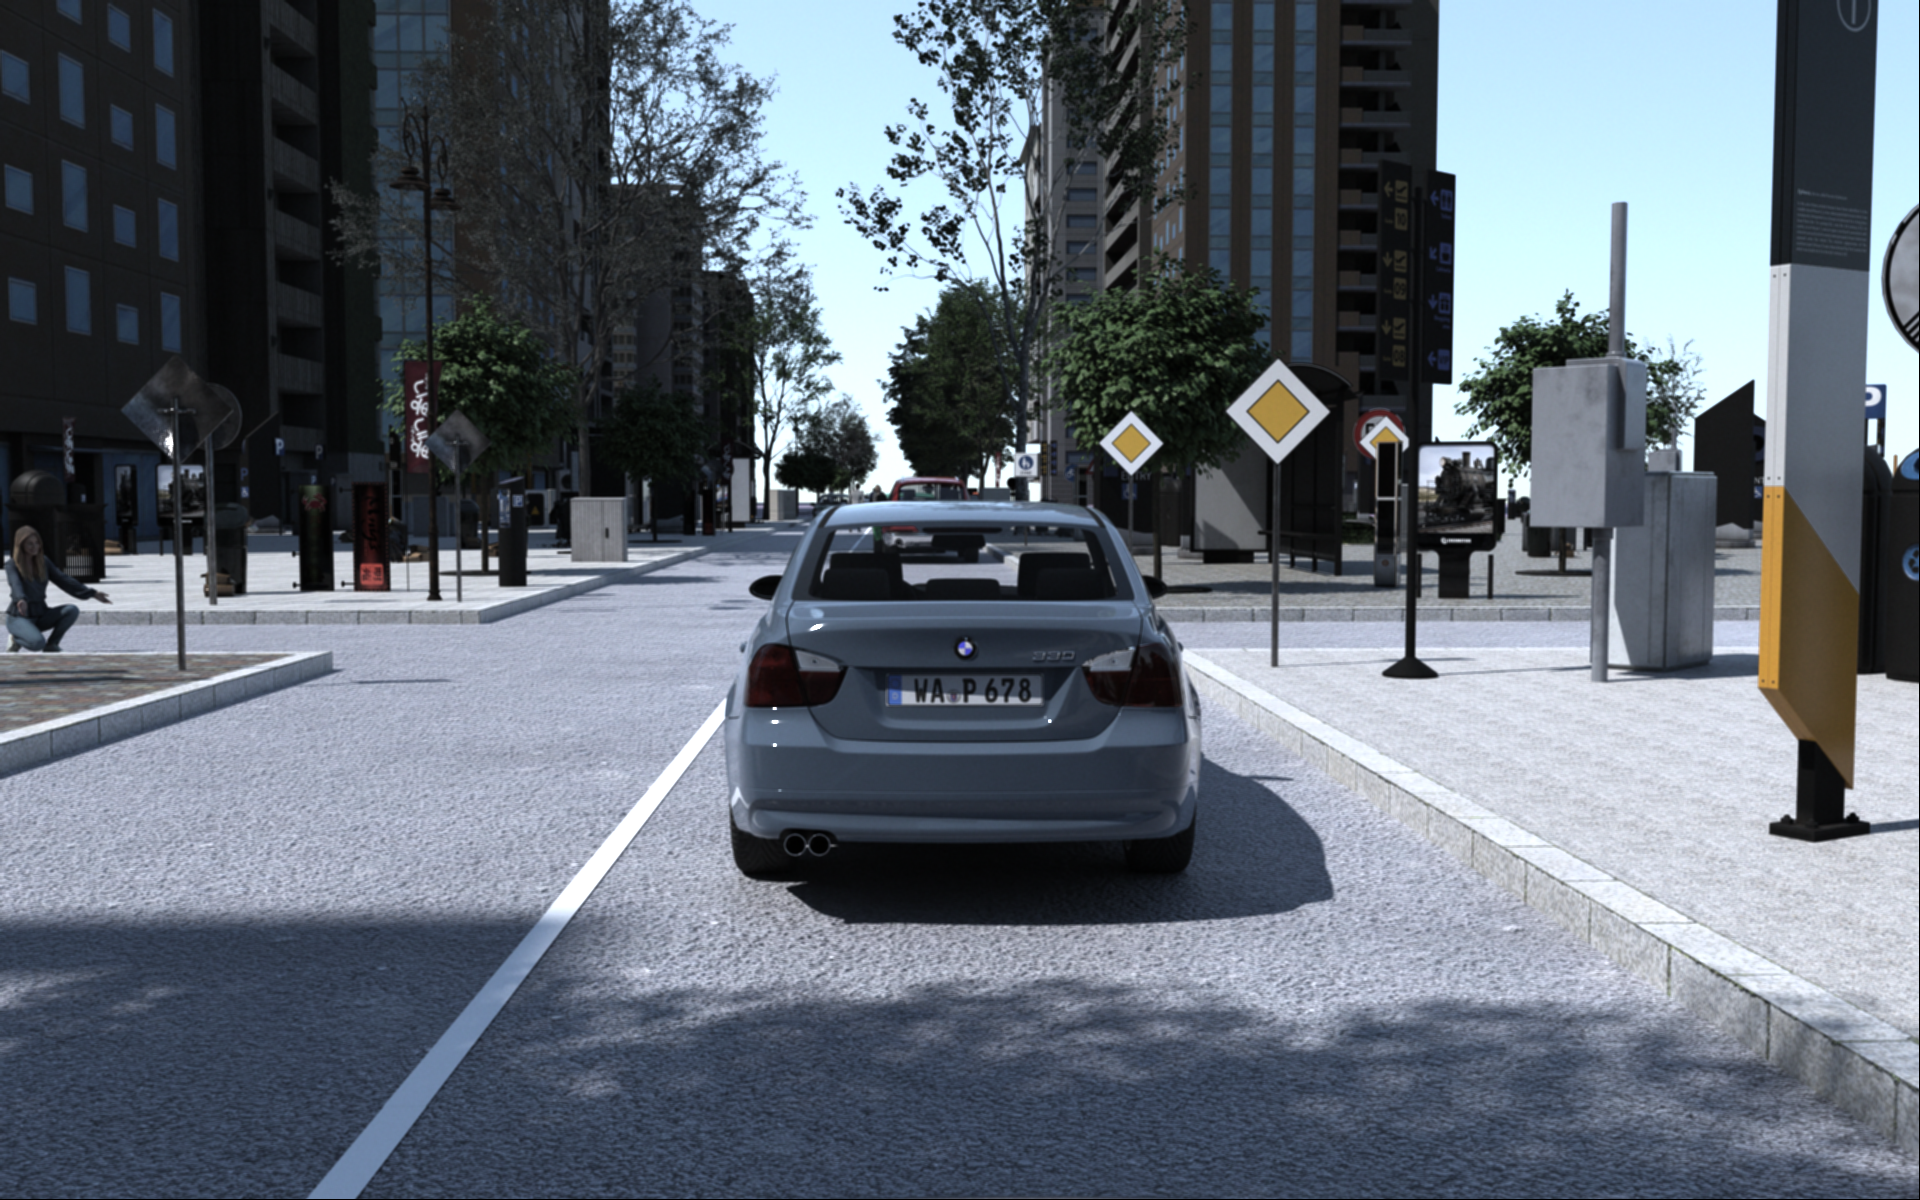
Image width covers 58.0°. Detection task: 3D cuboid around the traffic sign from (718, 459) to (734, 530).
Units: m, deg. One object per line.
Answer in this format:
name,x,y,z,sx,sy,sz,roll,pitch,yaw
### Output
traffic sign,-8.399,-3.753,61.470,0.768,2.556,0.104,0,4,-2

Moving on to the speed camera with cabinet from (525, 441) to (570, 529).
speed camera with cabinet,-15.107,-4.231,63.521,2.038,3.252,0.660,-2,4,-29

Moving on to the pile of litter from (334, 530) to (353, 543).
pile of litter,-16.061,-1.975,46.249,1.176,0.858,1.719,2,4,30

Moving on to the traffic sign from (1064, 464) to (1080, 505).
traffic sign,4.788,-4.477,73.307,0.768,2.556,0.104,0,4,4

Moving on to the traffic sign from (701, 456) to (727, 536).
traffic sign,-7.465,-3.141,52.538,0.795,2.450,0.064,0,4,1

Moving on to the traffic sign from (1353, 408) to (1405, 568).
traffic sign,6.242,-1.576,25.879,0.768,2.556,0.104,0,4,2

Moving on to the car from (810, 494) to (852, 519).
car,-5.442,-3.886,75.337,2.131,1.459,4.920,0,4,-3

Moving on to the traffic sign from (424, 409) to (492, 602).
traffic sign,-5.944,-1.032,20.516,0.795,2.450,0.064,0,4,-2

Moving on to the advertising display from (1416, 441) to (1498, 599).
advertising display,6.075,-0.981,21.245,0.974,1.923,0.123,1,4,21

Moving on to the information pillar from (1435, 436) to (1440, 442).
information pillar,19.289,-4.803,69.889,0.183,3.616,0.504,-1,4,-12

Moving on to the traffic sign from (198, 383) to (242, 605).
traffic sign,-8.652,-1.216,19.991,0.768,2.556,0.104,0,4,8

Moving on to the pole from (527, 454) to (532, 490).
pole,-16.091,-4.336,64.744,0.158,3.312,0.155,0,3,0

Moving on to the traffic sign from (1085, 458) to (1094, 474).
traffic sign,3.789,-2.845,46.514,0.884,2.594,0.081,0,4,3

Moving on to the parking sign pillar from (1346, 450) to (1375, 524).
parking sign pillar,17.199,-5.220,73.819,1.447,3.967,1.447,1,4,8

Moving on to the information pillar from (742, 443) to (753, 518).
information pillar,-9.802,-5.429,80.118,0.504,3.616,0.183,0,4,1

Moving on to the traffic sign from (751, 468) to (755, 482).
traffic sign,-9.774,-4.851,79.416,0.768,2.556,0.104,0,4,7

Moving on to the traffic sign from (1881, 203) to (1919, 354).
traffic sign,4.153,-0.432,7.173,0.768,2.556,0.104,0,4,0

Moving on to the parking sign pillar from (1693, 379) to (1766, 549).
parking sign pillar,18.224,-3.231,41.295,1.447,3.967,1.447,3,4,39

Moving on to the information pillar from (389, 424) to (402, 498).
information pillar,-18.890,-4.070,57.897,0.504,3.616,0.183,3,4,39

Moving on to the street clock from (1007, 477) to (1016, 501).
street clock,2.297,-4.327,75.311,0.471,2.002,0.358,2,4,29

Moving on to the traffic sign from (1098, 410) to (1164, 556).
traffic sign,2.046,-1.048,20.783,0.795,2.450,0.064,0,4,-2

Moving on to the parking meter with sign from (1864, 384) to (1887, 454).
parking meter with sign,14.000,-1.876,26.930,0.543,3.016,1.738,2,4,31

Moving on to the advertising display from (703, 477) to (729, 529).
advertising display,-8.916,-3.554,63.324,0.974,1.923,0.123,1,4,10

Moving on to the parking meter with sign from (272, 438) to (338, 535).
parking meter with sign,-20.357,-3.516,53.745,1.738,3.016,0.543,1,4,10

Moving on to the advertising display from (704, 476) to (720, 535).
advertising display,-7.880,-3.043,54.969,0.123,1.923,0.974,-1,4,-19

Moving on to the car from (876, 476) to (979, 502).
car,-0.684,-1.778,37.742,2.281,1.827,5.304,0,4,-3

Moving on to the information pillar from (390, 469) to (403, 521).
information pillar,-16.315,-2.793,50.161,0.304,2.012,0.304,-1,4,-23

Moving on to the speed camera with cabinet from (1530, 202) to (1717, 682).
speed camera with cabinet,4.811,-1.110,12.479,0.660,3.252,2.038,3,5,43

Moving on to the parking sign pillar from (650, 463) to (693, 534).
parking sign pillar,-9.436,-4.173,56.703,1.447,3.967,1.447,-2,4,-27

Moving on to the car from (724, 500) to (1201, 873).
car,-0.002,0.254,7.843,2.014,1.417,4.499,0,4,0

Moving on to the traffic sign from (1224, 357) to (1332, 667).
traffic sign,2.334,-0.560,12.803,0.795,2.450,0.064,0,4,-2

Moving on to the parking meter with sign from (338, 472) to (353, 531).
parking meter with sign,-21.821,-3.971,61.187,0.543,3.016,1.738,3,4,38

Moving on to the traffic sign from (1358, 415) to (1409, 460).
traffic sign,6.243,-1.485,25.465,0.795,2.450,0.064,0,4,3

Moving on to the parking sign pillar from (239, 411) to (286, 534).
parking sign pillar,-22.638,-4.133,56.041,1.447,3.967,1.447,2,4,26

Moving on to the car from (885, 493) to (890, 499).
car,-1.294,-2.125,43.545,1.959,1.807,4.718,0,4,-3

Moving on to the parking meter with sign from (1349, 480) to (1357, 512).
parking meter with sign,20.340,-5.633,88.353,0.543,3.016,1.738,2,4,33

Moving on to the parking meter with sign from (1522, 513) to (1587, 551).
parking meter with sign,13.463,-2.610,38.938,1.738,3.016,0.543,-2,4,-25

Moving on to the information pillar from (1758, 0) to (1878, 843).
information pillar,3.172,-0.919,6.383,0.504,3.616,0.183,-2,4,-30

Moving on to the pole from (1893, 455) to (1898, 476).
pole,48.703,-5.895,90.234,0.158,3.312,0.155,0,3,0

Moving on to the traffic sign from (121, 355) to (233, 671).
traffic sign,-5.655,-0.544,12.536,0.795,2.450,0.064,0,4,-2

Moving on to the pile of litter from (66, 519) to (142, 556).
pile of litter,-18.034,-1.360,36.197,1.719,0.858,1.176,-1,4,-17

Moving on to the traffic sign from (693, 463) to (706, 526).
traffic sign,-10.732,-4.308,70.541,0.768,2.556,0.104,0,4,3

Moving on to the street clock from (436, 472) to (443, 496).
street clock,-16.797,-3.121,55.591,0.471,2.002,0.358,3,4,36

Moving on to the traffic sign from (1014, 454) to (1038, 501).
traffic sign,1.639,-2.503,43.046,0.606,2.300,0.079,0,4,4

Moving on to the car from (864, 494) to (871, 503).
car,-9.788,-10.920,190.538,2.014,1.417,4.499,0,4,-2

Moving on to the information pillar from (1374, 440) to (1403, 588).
information pillar,5.910,-1.186,23.888,0.304,2.012,0.304,2,4,27

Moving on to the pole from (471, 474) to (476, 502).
pole,-19.014,-4.515,67.658,0.158,3.312,0.155,0,3,0

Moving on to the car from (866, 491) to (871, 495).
car,-11.340,-12.883,219.438,1.959,1.807,4.718,0,4,-3

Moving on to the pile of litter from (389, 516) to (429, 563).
pile of litter,-10.524,-1.172,33.129,1.176,0.858,1.719,1,4,14

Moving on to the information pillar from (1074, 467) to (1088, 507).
information pillar,3.284,-2.602,47.043,0.304,2.012,0.304,-1,4,-15

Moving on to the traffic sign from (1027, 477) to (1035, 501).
traffic sign,2.826,-4.427,72.495,0.768,2.556,0.104,0,4,1
